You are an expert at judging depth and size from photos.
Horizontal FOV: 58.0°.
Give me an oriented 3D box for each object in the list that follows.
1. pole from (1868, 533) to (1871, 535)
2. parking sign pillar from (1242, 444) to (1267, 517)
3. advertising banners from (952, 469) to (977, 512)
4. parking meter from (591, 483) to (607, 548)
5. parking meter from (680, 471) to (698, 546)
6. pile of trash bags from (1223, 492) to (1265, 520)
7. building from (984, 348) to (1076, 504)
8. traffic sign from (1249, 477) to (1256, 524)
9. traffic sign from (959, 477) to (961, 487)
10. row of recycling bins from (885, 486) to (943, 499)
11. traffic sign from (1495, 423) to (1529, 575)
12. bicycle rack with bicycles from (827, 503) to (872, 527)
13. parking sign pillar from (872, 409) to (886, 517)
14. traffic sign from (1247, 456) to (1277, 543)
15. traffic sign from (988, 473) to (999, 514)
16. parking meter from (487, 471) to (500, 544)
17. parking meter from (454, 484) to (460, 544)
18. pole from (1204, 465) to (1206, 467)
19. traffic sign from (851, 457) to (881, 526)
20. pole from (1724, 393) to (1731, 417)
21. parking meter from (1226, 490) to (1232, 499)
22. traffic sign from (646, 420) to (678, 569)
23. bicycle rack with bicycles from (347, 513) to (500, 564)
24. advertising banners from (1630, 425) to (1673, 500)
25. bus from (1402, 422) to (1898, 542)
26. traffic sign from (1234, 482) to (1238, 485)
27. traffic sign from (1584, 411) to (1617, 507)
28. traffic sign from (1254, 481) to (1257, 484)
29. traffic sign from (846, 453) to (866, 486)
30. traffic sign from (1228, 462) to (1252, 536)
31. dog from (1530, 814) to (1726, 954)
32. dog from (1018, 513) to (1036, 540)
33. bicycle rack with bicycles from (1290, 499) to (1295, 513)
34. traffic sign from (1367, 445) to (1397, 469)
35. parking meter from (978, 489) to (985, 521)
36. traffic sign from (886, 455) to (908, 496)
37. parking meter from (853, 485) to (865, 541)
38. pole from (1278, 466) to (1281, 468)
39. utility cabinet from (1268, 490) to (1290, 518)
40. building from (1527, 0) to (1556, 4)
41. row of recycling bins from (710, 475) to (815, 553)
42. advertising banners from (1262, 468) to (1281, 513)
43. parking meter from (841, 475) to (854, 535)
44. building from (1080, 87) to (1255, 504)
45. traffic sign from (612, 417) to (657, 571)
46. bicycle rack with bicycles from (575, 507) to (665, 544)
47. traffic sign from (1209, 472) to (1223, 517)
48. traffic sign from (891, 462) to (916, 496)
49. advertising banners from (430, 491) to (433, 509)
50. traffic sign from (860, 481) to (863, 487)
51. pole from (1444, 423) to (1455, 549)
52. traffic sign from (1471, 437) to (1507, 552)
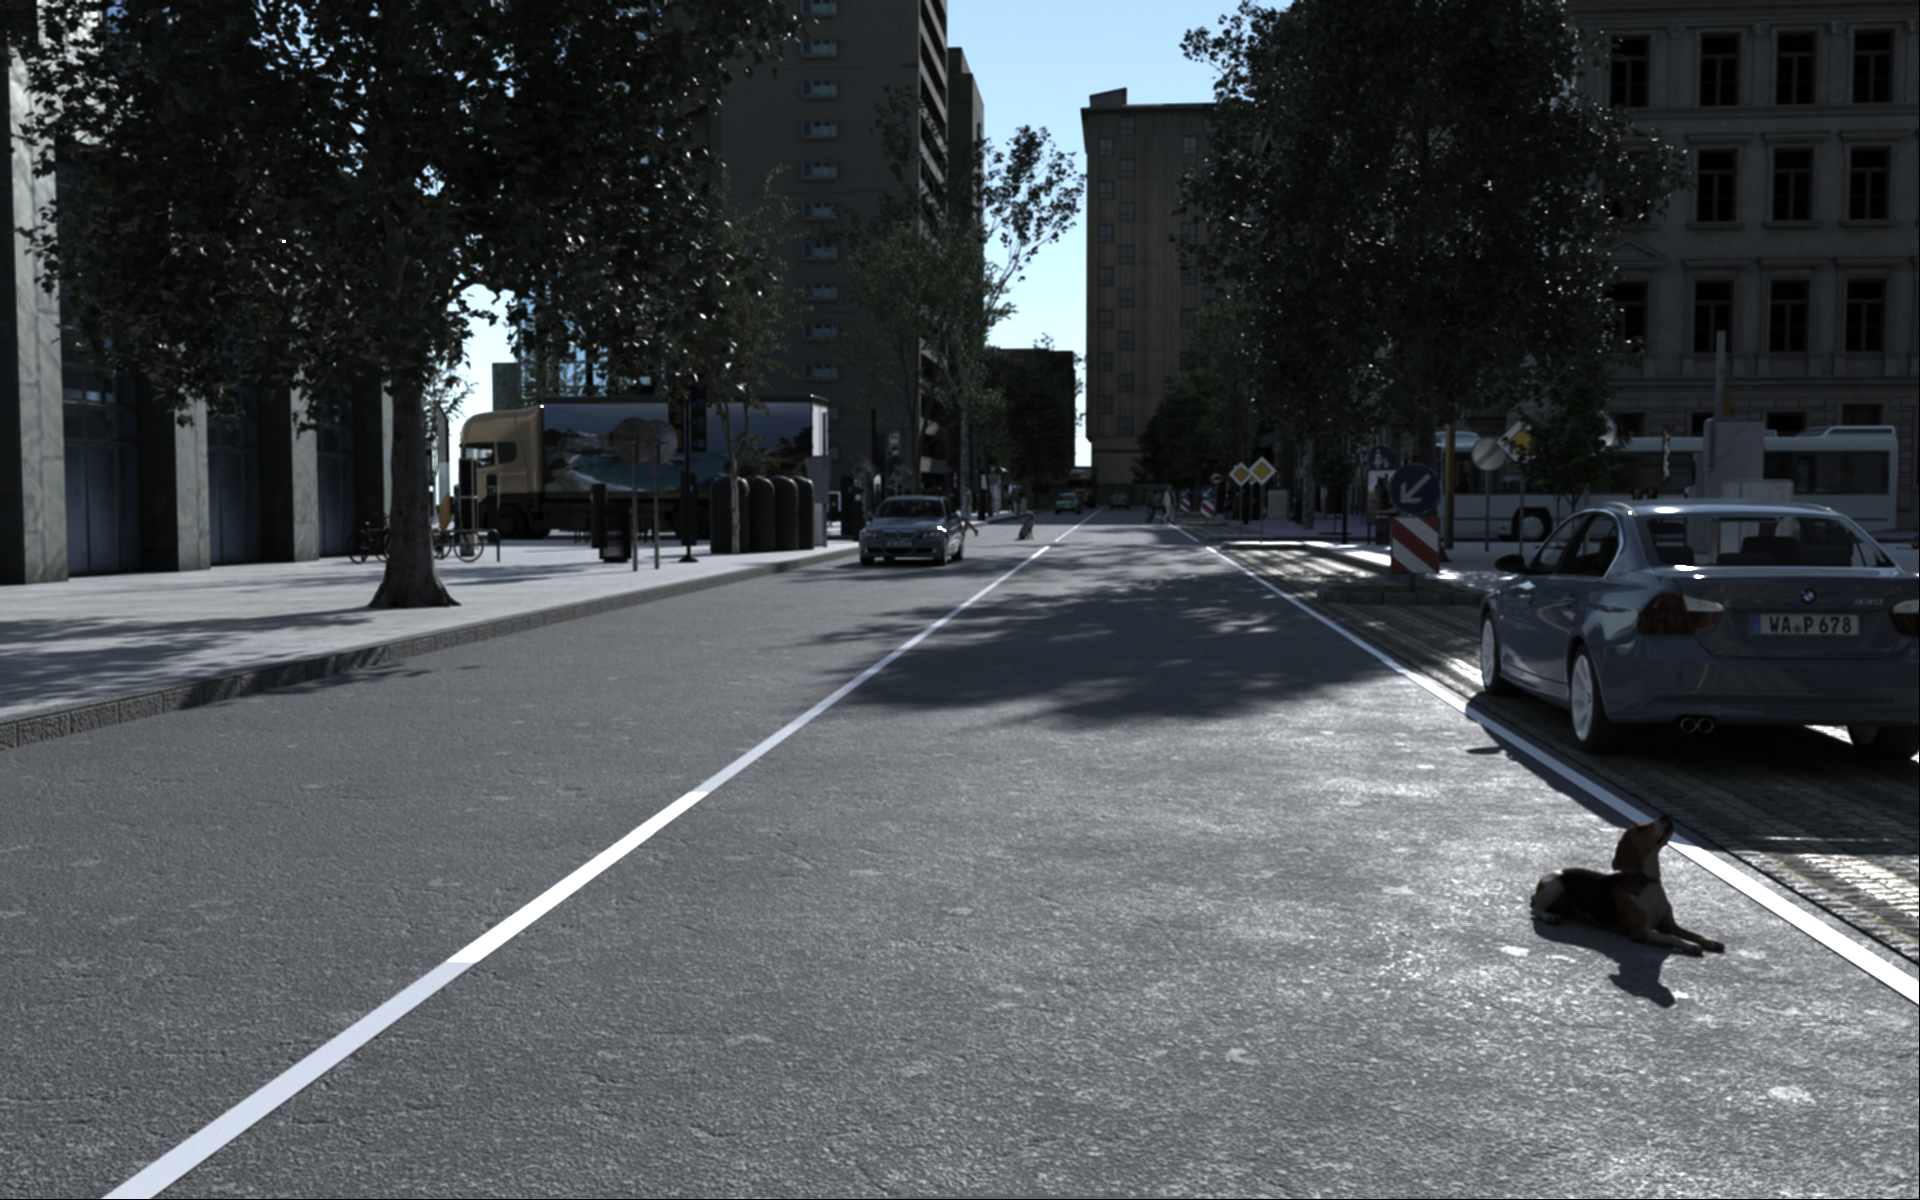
[{"bbox_3d":[27.933,-3.634,53.257,0.158,3.312,0.155,0,3,0],"label":"pole"},{"bbox_3d":[16.422,-6.619,96.694,1.447,3.967,1.447,-1,4,-16],"label":"parking sign pillar"},{"bbox_3d":[0.301,-7.643,121.148,2.074,3.025,0.090,-2,4,-32],"label":"advertising banners"},{"bbox_3d":[-8.567,-2.000,41.113,0.372,1.533,0.369,0,3,0],"label":"parking meter"},{"bbox_3d":[-6.728,-2.283,43.033,0.399,1.863,0.255,-1,4,-16],"label":"parking meter"},{"bbox_3d":[14.221,-4.745,87.329,1.912,1.369,3.447,0,4,2],"label":"pile of trash bags"},{"bbox_3d":[0.912,-23.892,235.666,28.899,21.520,27.650,0,4,5],"label":"building"},{"bbox_3d":[12.639,-4.518,75.056,0.795,2.450,0.064,1,4,14],"label":"traffic sign"},{"bbox_3d":[0.244,-6.333,105.672,0.606,2.300,0.079,0,4,6],"label":"traffic sign"},{"bbox_3d":[-2.560,-5.242,92.816,3.534,1.692,1.069,-2,4,-23],"label":"row of recycling bins"},{"bbox_3d":[8.273,-1.487,25.504,0.795,2.450,0.064,0,4,6],"label":"traffic sign"},{"bbox_3d":[-3.827,-3.352,68.193,2.925,0.926,2.852,1,4,19],"label":"bicycle rack with bicycles"},{"bbox_3d":[-2.615,-4.106,55.600,1.447,3.967,1.447,0,4,-2],"label":"parking sign pillar"},{"bbox_3d":[7.884,-2.547,45.294,0.795,2.450,0.064,0,4,5],"label":"traffic sign"},{"bbox_3d":[1.942,-6.338,103.738,0.768,2.556,0.104,1,4,13],"label":"traffic sign"},{"bbox_3d":[-11.858,-2.344,44.028,0.255,1.863,0.399,0,4,-4],"label":"parking meter"},{"bbox_3d":[-12.855,-2.218,44.669,0.372,1.533,0.369,0,3,0],"label":"parking meter"},{"bbox_3d":[17.405,-7.904,123.078,0.158,3.312,0.155,0,3,0],"label":"pole"},{"bbox_3d":[-2.513,-2.608,46.286,0.795,2.450,0.064,0,4,5],"label":"traffic sign"},{"bbox_3d":[15.465,-2.522,35.085,0.158,3.312,0.155,0,3,0],"label":"pole"},{"bbox_3d":[16.179,-5.862,104.261,0.372,1.533,0.369,0,3,0],"label":"parking meter"},{"bbox_3d":[-5.198,-1.806,29.636,0.768,2.556,0.104,1,4,10],"label":"traffic sign"},{"bbox_3d":[-10.178,-1.174,32.583,2.852,0.926,2.925,3,5,39],"label":"bicycle rack with bicycles"},{"bbox_3d":[17.378,-2.893,43.482,2.074,3.025,0.090,-3,5,-42],"label":"advertising banners"},{"bbox_3d":[18.487,-3.250,48.001,13.247,3.499,2.948,0,4,6],"label":"bus"},{"bbox_3d":[16.179,-6.082,99.452,0.884,2.594,0.081,1,4,12],"label":"traffic sign"},{"bbox_3d":[9.093,-1.530,25.118,0.768,2.556,0.104,1,4,10],"label":"traffic sign"},{"bbox_3d":[13.214,-4.729,78.498,0.795,2.450,0.064,1,4,12],"label":"traffic sign"},{"bbox_3d":[-3.201,-3.316,54.318,0.768,2.556,0.104,1,4,13],"label":"traffic sign"},{"bbox_3d":[8.629,-3.034,53.244,0.795,2.450,0.064,0,4,5],"label":"traffic sign"},{"bbox_3d":[2.195,0.882,5.767,0.550,0.427,0.748,1,4,12],"label":"dog"},{"bbox_3d":[1.983,-2.320,54.769,0.800,0.831,0.513,0,4,4],"label":"dog"},{"bbox_3d":[22.943,-6.469,119.142,2.925,0.926,2.852,3,5,45],"label":"bicycle rack with bicycles"},{"bbox_3d":[11.012,-2.764,45.293,0.768,2.556,0.104,1,4,8],"label":"traffic sign"},{"bbox_3d":[1.044,-4.604,83.692,0.372,1.533,0.369,0,3,0],"label":"parking meter"},{"bbox_3d":[-2.086,-3.462,56.712,0.768,2.556,0.104,1,4,13],"label":"traffic sign"},{"bbox_3d":[-2.723,-2.365,47.076,0.372,1.533,0.369,0,3,0],"label":"parking meter"},{"bbox_3d":[23.275,-8.109,126.420,0.158,3.312,0.155,0,3,0],"label":"pole"},{"bbox_3d":[16.581,-4.981,90.111,1.173,1.500,0.318,3,5,44],"label":"utility cabinet"},{"bbox_3d":[82.039,-47.947,222.180,20.611,71.187,20.563,0,4,5],"label":"building"},{"bbox_3d":[-4.360,-1.945,38.920,1.069,1.692,3.534,2,4,27],"label":"row of recycling bins"},{"bbox_3d":[20.756,-7.295,115.458,0.090,3.025,2.074,-2,4,-27],"label":"advertising banners"},{"bbox_3d":[-3.489,-2.940,53.774,0.255,1.863,0.399,3,5,44],"label":"parking meter"},{"bbox_3d":[30.196,-39.345,232.526,27.495,52.752,28.713,0,4,5],"label":"building"},{"bbox_3d":[-5.391,-1.748,28.694,0.768,2.556,0.104,0,4,6],"label":"traffic sign"},{"bbox_3d":[-9.105,-1.993,45.962,2.852,0.926,2.925,0,4,-8],"label":"bicycle rack with bicycles"},{"bbox_3d":[14.596,-6.030,98.690,0.768,2.556,0.104,0,4,7],"label":"traffic sign"},{"bbox_3d":[-1.767,-3.094,54.236,0.795,2.450,0.064,0,4,5],"label":"traffic sign"},{"bbox_3d":[-30.824,-6.392,100.691,2.074,3.025,0.090,-1,4,-17],"label":"advertising banners"},{"bbox_3d":[-3.411,-3.658,59.907,0.768,2.556,0.104,1,4,14],"label":"traffic sign"},{"bbox_3d":[11.374,-2.837,40.225,0.158,3.312,0.155,0,3,0],"label":"pole"},{"bbox_3d":[11.768,-2.355,38.603,0.768,2.556,0.104,1,4,10],"label":"traffic sign"}]
